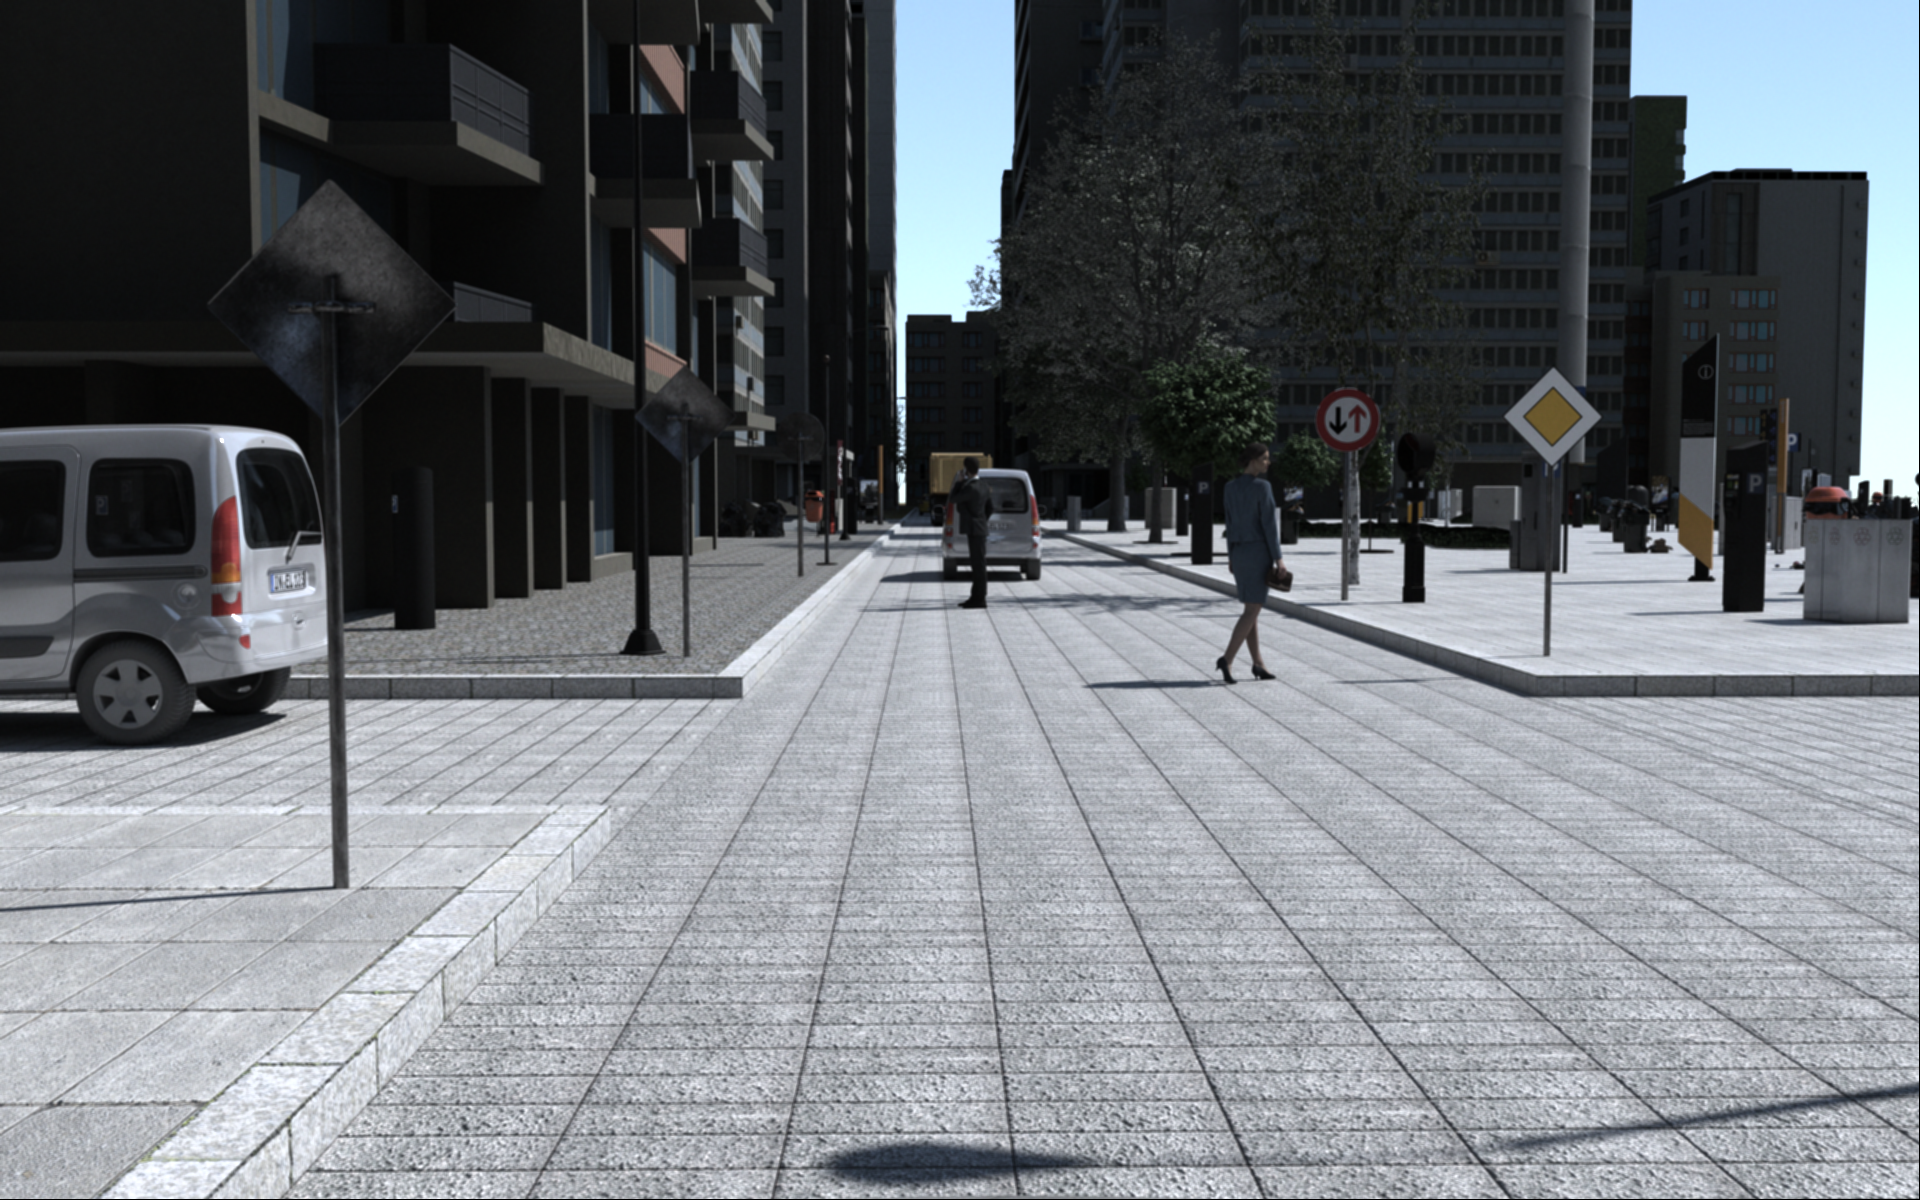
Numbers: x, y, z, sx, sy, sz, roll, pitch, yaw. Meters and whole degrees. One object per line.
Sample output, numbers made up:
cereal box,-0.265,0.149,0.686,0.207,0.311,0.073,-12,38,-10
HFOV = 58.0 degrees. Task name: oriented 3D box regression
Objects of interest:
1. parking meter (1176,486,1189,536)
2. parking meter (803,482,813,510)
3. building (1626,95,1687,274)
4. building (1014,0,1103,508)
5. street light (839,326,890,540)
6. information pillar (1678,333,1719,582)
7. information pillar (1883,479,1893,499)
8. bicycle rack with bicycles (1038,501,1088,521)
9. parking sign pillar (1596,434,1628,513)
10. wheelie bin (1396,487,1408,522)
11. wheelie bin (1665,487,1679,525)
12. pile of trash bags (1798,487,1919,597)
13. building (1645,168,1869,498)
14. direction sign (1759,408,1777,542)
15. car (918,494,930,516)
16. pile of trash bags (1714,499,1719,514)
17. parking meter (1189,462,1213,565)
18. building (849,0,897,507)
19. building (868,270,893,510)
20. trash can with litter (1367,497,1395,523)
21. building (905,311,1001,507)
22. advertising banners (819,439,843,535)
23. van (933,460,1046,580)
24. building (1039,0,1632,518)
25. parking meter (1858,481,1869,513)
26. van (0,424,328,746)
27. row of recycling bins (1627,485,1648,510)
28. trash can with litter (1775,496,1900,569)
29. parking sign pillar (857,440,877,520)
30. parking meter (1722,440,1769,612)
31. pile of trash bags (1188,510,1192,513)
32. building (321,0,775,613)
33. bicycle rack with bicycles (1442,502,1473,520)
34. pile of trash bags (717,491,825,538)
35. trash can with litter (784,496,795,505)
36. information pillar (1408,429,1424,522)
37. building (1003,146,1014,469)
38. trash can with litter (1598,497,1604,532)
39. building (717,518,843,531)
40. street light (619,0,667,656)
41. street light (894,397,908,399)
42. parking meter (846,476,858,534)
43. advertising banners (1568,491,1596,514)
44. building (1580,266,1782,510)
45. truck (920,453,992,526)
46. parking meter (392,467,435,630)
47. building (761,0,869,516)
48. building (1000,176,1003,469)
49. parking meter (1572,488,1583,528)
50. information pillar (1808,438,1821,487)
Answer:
parking meter,6.827,-2.738,53.175,0.372,1.533,0.369,0,3,0
parking meter,-7.136,-4.628,81.384,0.399,1.863,0.255,-2,4,-27
building,65.717,-30.437,181.238,14.086,41.232,14.154,0,4,-1
building,15.044,-30.614,124.238,21.300,48.544,21.600,0,4,-1
street light,-2.654,-4.612,47.949,1.470,5.913,1.316,0,4,-1
information pillar,10.874,-2.088,25.491,0.504,3.616,0.183,2,4,33
information pillar,46.124,-4.992,86.114,0.304,2.012,0.304,-2,4,-35
bicycle rack with bicycles,5.026,-4.320,84.018,2.852,0.926,2.925,0,4,-6
parking sign pillar,29.410,-5.483,78.120,1.447,3.967,1.447,2,4,27
wheelie bin,19.794,-4.234,77.141,0.693,1.594,0.980,2,4,29
wheelie bin,30.065,-3.985,73.066,0.693,1.594,0.980,-2,4,-27
pile of trash bags,11.631,-0.750,22.021,3.447,1.369,1.912,-3,5,-41
building,71.799,-23.598,157.531,14.107,30.474,14.160,0,4,-1
direction sign,21.525,-3.315,46.200,0.379,3.537,0.876,0,4,-1
car,-1.861,-6.489,116.313,2.015,1.641,3.980,0,4,0
pile of trash bags,35.621,-4.417,81.968,3.447,1.369,1.912,-3,5,-43
parking meter,4.378,-1.573,31.435,0.399,1.863,0.255,0,4,-2
building,-20.763,-39.174,182.499,28.212,58.520,21.231,0,4,-1
building,-20.594,-18.690,150.622,28.899,21.520,27.650,0,4,-1
trash can with litter,15.345,-3.186,63.477,1.055,1.170,0.624,-1,4,-15
building,8.743,-20.963,187.790,28.899,21.520,27.650,0,4,-1
advertising banners,-4.072,-3.588,54.844,0.090,3.025,2.074,1,4,18
van,0.527,-1.423,30.277,2.013,2.044,4.112,0,4,0
building,21.175,-25.051,101.457,32.217,40.220,23.993,0,4,-1
parking meter,39.482,-4.281,75.701,0.255,1.863,0.399,-1,4,-18
van,-6.061,-0.219,10.591,4.112,2.044,2.013,0,4,1
row of recycling bins,32.382,-4.695,83.870,1.069,1.692,3.534,0,4,4
trash can with litter,15.026,-1.154,29.918,1.678,1.210,2.233,3,4,37
parking sign pillar,-4.723,-5.937,85.542,1.447,3.967,1.447,1,4,9
parking meter,8.544,-0.804,18.860,0.399,1.863,0.255,-1,4,-17
pile of trash bags,11.695,-4.756,87.511,1.912,1.369,3.447,1,4,20
building,-15.109,-22.982,30.382,22.147,44.769,28.867,0,4,-1
bicycle rack with bicycles,24.888,-4.237,82.652,2.852,0.926,2.925,-2,4,-32
pile of trash bags,-5.616,-2.563,51.651,3.447,1.369,1.912,1,4,20
trash can with litter,-8.490,-4.429,83.805,1.055,1.170,0.624,2,4,23
information pillar,14.576,-3.919,55.434,0.504,3.616,0.183,1,4,10
building,11.187,-22.699,142.828,14.160,30.474,14.107,0,4,-1
trash can with litter,22.016,-2.877,58.419,0.624,1.170,1.055,-1,4,-15
building,-20.516,-22.915,66.548,32.217,40.220,23.993,0,4,-1
street light,-2.006,-2.520,13.743,1.470,5.913,1.316,0,4,-1
street light,-3.199,-6.744,82.799,1.470,5.913,1.316,0,4,-1
parking meter,-3.481,-3.042,55.443,0.399,1.863,0.255,1,4,12
advertising banners,27.271,-4.955,77.203,2.074,3.025,0.090,1,4,9
building,50.262,-18.708,150.915,28.899,21.520,27.650,0,4,-1
truck,-0.064,-5.165,80.365,3.469,3.379,9.791,0,4,-2
parking meter,-5.194,-0.493,16.465,0.372,1.533,0.369,0,3,0
building,-12.361,-19.878,96.701,14.160,30.474,14.107,0,4,-1
building,10.612,-23.560,156.901,14.160,30.474,14.107,0,4,-1
parking meter,23.652,-3.540,66.297,0.372,1.533,0.369,0,3,0
information pillar,36.000,-4.997,73.051,0.504,3.616,0.183,0,4,-8
